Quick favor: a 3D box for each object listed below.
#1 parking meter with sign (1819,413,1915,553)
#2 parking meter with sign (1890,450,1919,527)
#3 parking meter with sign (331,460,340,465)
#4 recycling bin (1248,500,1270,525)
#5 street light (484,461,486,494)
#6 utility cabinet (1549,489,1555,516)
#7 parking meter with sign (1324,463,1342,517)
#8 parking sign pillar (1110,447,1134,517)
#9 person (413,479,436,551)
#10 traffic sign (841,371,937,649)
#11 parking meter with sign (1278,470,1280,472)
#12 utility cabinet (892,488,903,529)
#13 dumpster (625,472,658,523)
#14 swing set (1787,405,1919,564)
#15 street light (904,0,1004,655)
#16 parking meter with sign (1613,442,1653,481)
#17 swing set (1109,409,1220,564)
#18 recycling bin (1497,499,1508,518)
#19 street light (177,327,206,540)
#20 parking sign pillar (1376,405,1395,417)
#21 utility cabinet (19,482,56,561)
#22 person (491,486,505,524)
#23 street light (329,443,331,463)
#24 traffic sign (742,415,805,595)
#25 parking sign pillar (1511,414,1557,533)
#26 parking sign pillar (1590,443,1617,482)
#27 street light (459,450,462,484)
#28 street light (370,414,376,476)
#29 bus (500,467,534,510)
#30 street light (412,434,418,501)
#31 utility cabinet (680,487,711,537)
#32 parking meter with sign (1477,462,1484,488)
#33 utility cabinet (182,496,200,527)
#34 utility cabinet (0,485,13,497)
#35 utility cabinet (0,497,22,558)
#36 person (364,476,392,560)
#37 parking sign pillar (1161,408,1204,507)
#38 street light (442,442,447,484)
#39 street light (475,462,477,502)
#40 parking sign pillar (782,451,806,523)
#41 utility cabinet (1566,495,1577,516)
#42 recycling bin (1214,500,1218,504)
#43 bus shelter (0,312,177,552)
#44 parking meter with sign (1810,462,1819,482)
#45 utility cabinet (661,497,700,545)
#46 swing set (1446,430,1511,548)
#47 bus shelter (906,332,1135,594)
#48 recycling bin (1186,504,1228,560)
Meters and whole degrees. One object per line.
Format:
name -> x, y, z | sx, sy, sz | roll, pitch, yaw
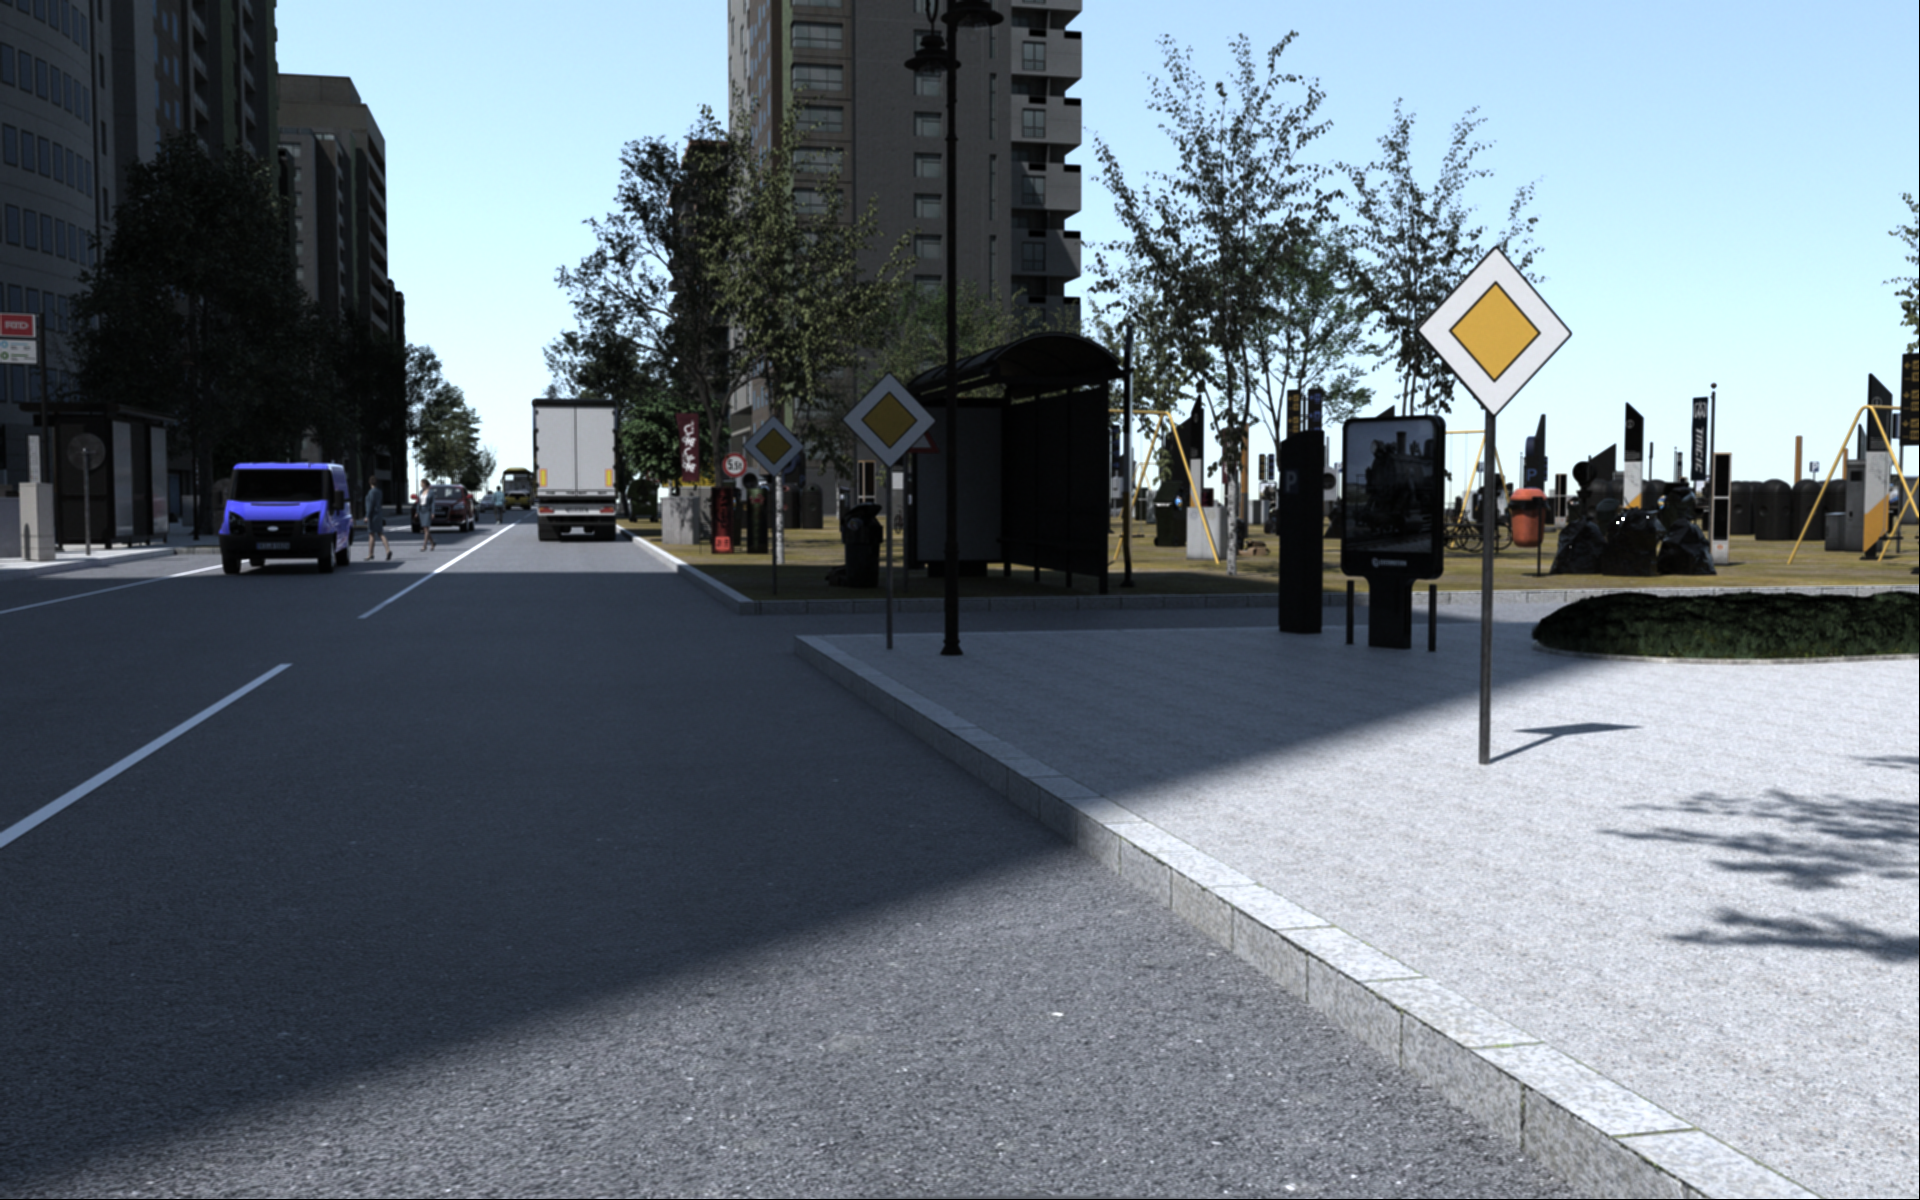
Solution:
parking meter with sign -> 19.986, -2.566, 38.223 | 0.543, 3.016, 1.738 | -2, 4, -26
parking meter with sign -> 39.675, -4.647, 72.239 | 1.738, 3.016, 0.543 | 3, 5, 44
parking meter with sign -> -32.392, -5.643, 88.523 | 1.738, 3.016, 0.543 | 3, 5, 40
recycling bin -> 12.659, -3.721, 73.389 | 0.722, 1.027, 0.722 | 2, 4, 30
street light -> -63.731, -15.895, 232.667 | 0.468, 5.910, 1.993 | -1, 4, -13
utility cabinet -> 27.878, -4.432, 81.150 | 0.318, 1.500, 1.173 | 0, 4, 7
parking meter with sign -> 20.710, -6.143, 96.694 | 0.543, 3.016, 1.738 | -1, 4, -19
parking sign pillar -> 9.302, -6.784, 99.383 | 1.447, 3.967, 1.447 | 0, 4, 3
person -> -13.434, -2.153, 43.718 | 0.581, 1.822, 0.654 | 2, 4, 34
traffic sign -> -0.586, -0.651, 14.288 | 0.795, 2.450, 0.064 | -1, 4, -13
parking meter with sign -> 17.785, -5.921, 93.075 | 0.543, 3.016, 1.738 | 3, 5, 44
utility cabinet -> -2.095, -3.302, 62.667 | 1.173, 1.500, 0.318 | -3, 5, -42
dumpster -> -14.337, -4.640, 78.356 | 1.502, 2.255, 1.985 | -1, 4, -13
swing set -> 17.031, -2.051, 31.151 | 3.119, 2.851, 2.862 | -2, 4, -31
street light -> -0.066, -2.501, 13.677 | 0.468, 5.910, 1.993 | -1, 4, -13
parking meter with sign -> 22.327, -3.792, 58.266 | 1.738, 3.016, 0.543 | 1, 4, 18
swing set -> 2.878, -2.111, 32.138 | 3.119, 2.851, 2.862 | -3, 4, -37
recycling bin -> 27.190, -4.577, 87.384 | 0.722, 1.027, 0.722 | 2, 4, 28
street light -> -21.274, -4.604, 48.067 | 0.468, 5.910, 1.993 | -1, 4, -13
parking sign pillar -> 12.438, -3.910, 52.393 | 1.447, 3.967, 1.447 | 0, 4, 6
utility cabinet -> -17.724, -1.505, 33.285 | 0.318, 1.500, 1.173 | -3, 5, -42
person -> -21.795, -4.483, 81.808 | 0.660, 1.820, 0.620 | -3, 4, -37
street light -> -27.920, -6.358, 76.748 | 0.468, 5.910, 1.993 | -1, 4, -13
traffic sign -> -2.371, -1.127, 22.072 | 0.795, 2.450, 0.064 | -1, 4, -13
parking sign pillar -> 19.210, -4.244, 57.854 | 1.447, 3.967, 1.447 | 2, 4, 27
parking sign pillar -> 34.083, -6.322, 91.831 | 1.447, 3.967, 1.447 | 2, 4, 30
street light -> -50.546, -12.374, 175.096 | 0.468, 5.910, 1.993 | -1, 4, -13
street light -> -31.863, -7.418, 94.070 | 0.468, 5.910, 1.993 | -1, 4, -13
bus -> -41.295, -10.388, 161.397 | 2.896, 3.916, 12.252 | -1, 4, -15
street light -> -38.350, -9.143, 122.281 | 0.468, 5.910, 1.993 | -1, 4, -13
utility cabinet -> -7.588, -2.575, 50.773 | 1.173, 1.500, 0.318 | -1, 4, -13
parking meter with sign -> 28.766, -5.938, 93.355 | 0.543, 3.016, 1.738 | -3, 5, -43
utility cabinet -> -30.290, -3.518, 68.678 | 1.020, 1.237, 0.306 | -2, 4, -23
utility cabinet -> -22.668, -1.950, 40.564 | 0.318, 1.500, 1.173 | 0, 4, 3
utility cabinet -> -19.305, -1.435, 34.624 | 0.306, 1.237, 1.020 | 2, 4, 34
person -> -12.577, -1.762, 37.329 | 0.654, 1.822, 0.581 | 2, 4, 27
parking sign pillar -> 6.960, -4.023, 54.251 | 1.447, 3.967, 1.447 | -1, 4, -20
street light -> -44.988, -10.906, 151.101 | 0.468, 5.910, 1.993 | -1, 4, -13
street light -> -56.990, -14.118, 203.615 | 0.468, 5.910, 1.993 | -1, 4, -13
parking sign pillar -> -7.530, -5.470, 77.899 | 1.447, 3.967, 1.447 | 3, 5, 42
utility cabinet -> 33.978, -5.249, 96.988 | 1.020, 1.237, 0.306 | 0, 4, 5
recycling bin -> 11.054, -3.954, 77.204 | 0.722, 1.027, 0.722 | -1, 4, -12
bus shelter -> -20.680, -3.879, 41.046 | 2.179, 5.291, 8.768 | -1, 4, -13
parking meter with sign -> 46.310, -5.893, 92.615 | 0.543, 3.016, 1.738 | -1, 4, -19
utility cabinet -> -7.132, -2.019, 44.165 | 1.020, 1.237, 0.306 | 2, 4, 30
swing set -> 12.098, -2.797, 43.348 | 2.862, 2.851, 3.119 | -3, 4, -38
bus shelter -> 0.596, -1.861, 24.356 | 2.014, 3.302, 5.546 | -1, 4, -13
recycling bin -> 4.906, -1.308, 33.946 | 0.722, 1.027, 0.722 | 2, 4, 32
